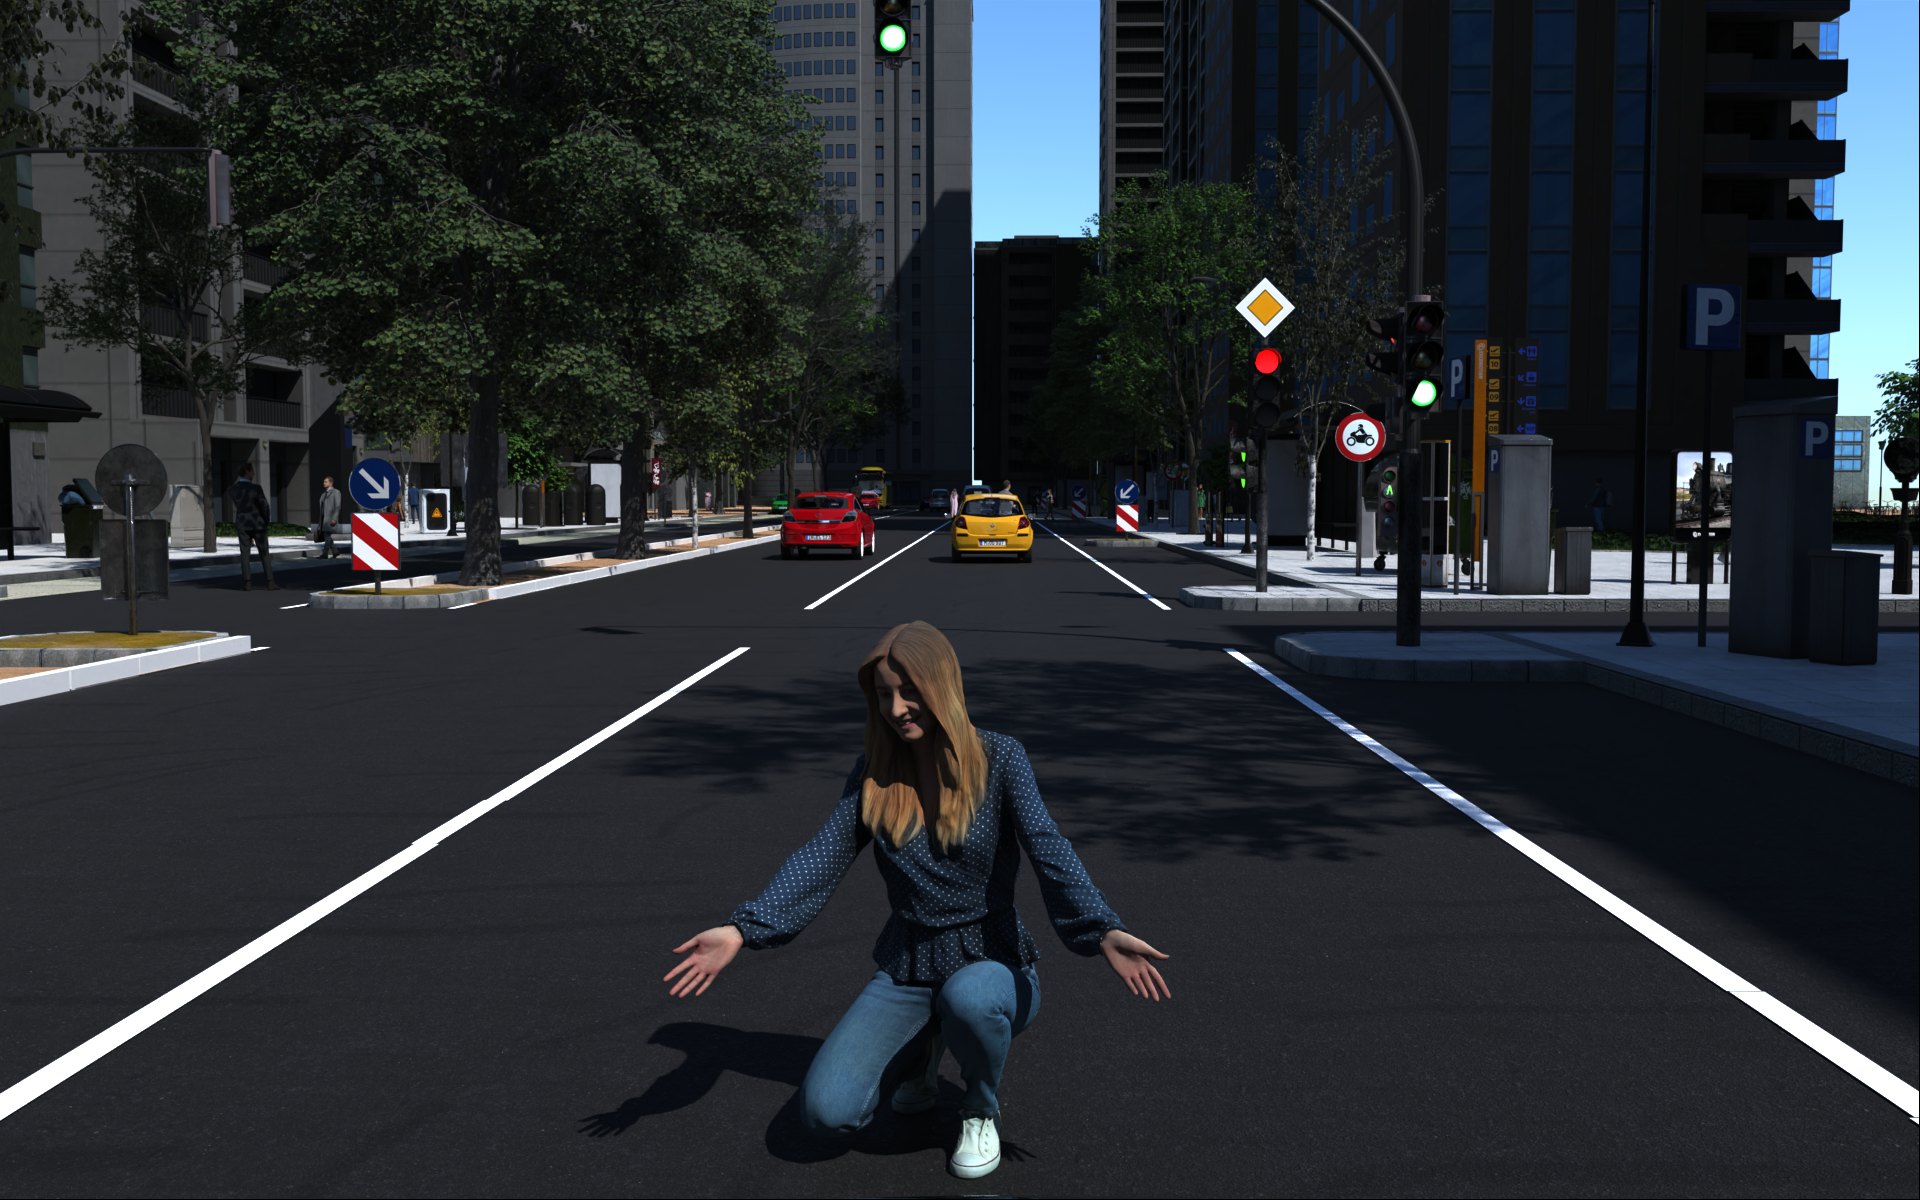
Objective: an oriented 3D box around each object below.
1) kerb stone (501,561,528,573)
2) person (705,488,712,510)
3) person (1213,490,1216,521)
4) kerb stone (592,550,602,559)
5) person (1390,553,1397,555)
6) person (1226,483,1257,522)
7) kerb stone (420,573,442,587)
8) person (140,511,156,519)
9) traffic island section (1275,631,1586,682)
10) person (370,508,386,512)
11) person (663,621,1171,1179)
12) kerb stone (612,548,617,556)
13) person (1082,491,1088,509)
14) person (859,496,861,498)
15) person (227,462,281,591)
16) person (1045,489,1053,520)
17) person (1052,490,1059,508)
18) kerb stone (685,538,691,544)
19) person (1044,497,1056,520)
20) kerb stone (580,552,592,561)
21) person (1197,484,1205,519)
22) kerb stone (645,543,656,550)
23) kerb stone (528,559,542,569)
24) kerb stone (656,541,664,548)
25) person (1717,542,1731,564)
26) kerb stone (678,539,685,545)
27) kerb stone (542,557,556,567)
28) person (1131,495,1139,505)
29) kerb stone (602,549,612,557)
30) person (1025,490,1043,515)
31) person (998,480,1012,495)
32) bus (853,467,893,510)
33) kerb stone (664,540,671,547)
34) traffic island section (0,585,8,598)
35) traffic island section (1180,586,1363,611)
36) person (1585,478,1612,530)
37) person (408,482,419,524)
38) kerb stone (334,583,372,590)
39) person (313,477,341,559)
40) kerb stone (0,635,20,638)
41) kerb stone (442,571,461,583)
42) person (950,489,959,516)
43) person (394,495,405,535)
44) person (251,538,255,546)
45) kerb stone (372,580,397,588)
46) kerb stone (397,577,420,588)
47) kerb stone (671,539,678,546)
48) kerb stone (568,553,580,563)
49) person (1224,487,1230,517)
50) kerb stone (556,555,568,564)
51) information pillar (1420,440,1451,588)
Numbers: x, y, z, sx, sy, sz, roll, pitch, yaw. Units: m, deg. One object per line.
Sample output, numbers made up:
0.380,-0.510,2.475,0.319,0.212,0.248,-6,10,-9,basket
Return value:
-8.266,-0.605,32.160,0.120,0.150,1.000,0,4,1,kerb stone
-20.317,-8.127,139.595,0.621,1.740,0.551,3,4,37,person
12.383,-4.554,83.094,0.503,1.515,0.523,-1,4,-20,person
-8.138,-0.984,38.295,0.120,0.150,1.000,0,4,1,kerb stone
9.024,-1.871,36.599,0.622,1.834,0.822,-2,4,-27,person
12.923,-4.476,79.439,1.509,1.804,0.699,0,4,-6,person
-8.356,-0.294,27.043,0.120,0.150,1.000,0,4,1,kerb stone
-25.670,-2.988,54.754,0.748,1.841,0.638,0,4,8,person
3.811,0.464,14.691,2.009,0.180,2.903,0,4,1,traffic island section
-26.055,-4.374,77.662,0.694,1.812,0.767,-2,4,-35,person
-0.008,0.629,3.710,1.012,1.151,0.738,1,4,23,person
-8.096,-1.110,40.344,0.120,0.150,1.000,0,4,1,kerb stone
10.058,-8.144,139.871,0.551,1.740,0.621,-2,4,-30,person
-8.305,-7.986,138.944,0.709,1.838,0.599,2,4,24,person
-10.492,-1.091,25.700,0.648,1.900,0.474,0,4,-3,person
4.995,-5.348,96.940,0.522,1.701,0.512,-2,4,-33,person
9.074,-9.610,164.107,0.756,1.711,0.436,-1,4,-23,person
-7.910,-1.672,49.584,0.120,0.150,1.000,0,4,1,kerb stone
4.922,-5.021,94.871,0.640,1.303,0.475,0,4,2,person
-8.156,-0.922,37.273,0.120,0.150,1.000,0,4,1,kerb stone
12.366,-5.061,89.033,0.600,1.795,0.529,1,4,10,person
-8.025,-1.359,44.452,0.120,0.150,1.000,0,4,1,kerb stone
-8.244,-0.666,33.182,0.120,0.150,1.000,0,4,1,kerb stone
-8.000,-1.424,45.483,0.120,0.150,1.000,0,4,1,kerb stone
14.071,-1.540,31.410,0.709,1.800,0.728,-1,4,-19,person
-7.938,-1.612,48.554,0.120,0.150,1.000,0,4,1,kerb stone
-8.217,-0.731,34.204,0.120,0.150,1.000,0,4,1,kerb stone
7.428,-4.101,73.368,0.520,1.790,0.573,2,4,31,person
-8.120,-1.047,39.322,0.120,0.150,1.000,0,4,1,kerb stone
4.945,-6.499,115.479,1.217,1.735,0.721,1,4,22,person
1.281,-2.279,45.960,0.583,1.804,0.606,-3,5,-44,person
-7.930,-10.366,161.028,2.896,3.916,12.252,0,4,2,bus
-7.982,-1.485,46.507,0.120,0.150,1.000,0,4,1,kerb stone
-14.170,-0.046,23.035,2.009,0.180,2.903,0,4,1,traffic island section
3.968,-0.024,22.674,2.009,0.180,2.903,0,4,1,traffic island section
19.264,-2.801,52.194,0.721,1.781,0.623,3,5,42,person
-23.387,-4.165,74.329,0.721,1.800,0.419,-1,4,-15,person
-8.419,-0.108,23.973,0.120,0.150,1.000,0,4,1,kerb stone
-13.898,-1.800,38.035,0.694,1.812,0.767,2,4,35,person
-8.592,0.428,15.295,0.120,0.150,1.000,0,4,1,kerb stone
-8.339,-0.355,28.065,0.120,0.150,1.000,0,4,1,kerb stone
-0.354,-5.870,105.138,0.551,1.740,0.621,-1,4,-14,person
-17.388,-2.632,53.748,0.373,1.253,0.362,-2,4,-30,person
-17.504,-2.218,42.532,0.478,1.798,0.641,-2,4,-35,person
-8.400,-0.171,24.995,0.120,0.150,1.000,0,4,1,kerb stone
-8.382,-0.234,26.018,0.120,0.150,1.000,0,4,1,kerb stone
-7.954,-1.549,47.529,0.120,0.150,1.000,0,4,1,kerb stone
-8.184,-0.856,36.248,0.120,0.150,1.000,0,4,1,kerb stone
15.226,-5.680,99.051,1.348,1.807,0.705,-1,4,-14,person
-8.206,-0.792,35.226,0.120,0.150,1.000,0,4,1,kerb stone
6.483,-1.175,23.705,0.304,2.012,0.304,-2,4,-23,information pillar
